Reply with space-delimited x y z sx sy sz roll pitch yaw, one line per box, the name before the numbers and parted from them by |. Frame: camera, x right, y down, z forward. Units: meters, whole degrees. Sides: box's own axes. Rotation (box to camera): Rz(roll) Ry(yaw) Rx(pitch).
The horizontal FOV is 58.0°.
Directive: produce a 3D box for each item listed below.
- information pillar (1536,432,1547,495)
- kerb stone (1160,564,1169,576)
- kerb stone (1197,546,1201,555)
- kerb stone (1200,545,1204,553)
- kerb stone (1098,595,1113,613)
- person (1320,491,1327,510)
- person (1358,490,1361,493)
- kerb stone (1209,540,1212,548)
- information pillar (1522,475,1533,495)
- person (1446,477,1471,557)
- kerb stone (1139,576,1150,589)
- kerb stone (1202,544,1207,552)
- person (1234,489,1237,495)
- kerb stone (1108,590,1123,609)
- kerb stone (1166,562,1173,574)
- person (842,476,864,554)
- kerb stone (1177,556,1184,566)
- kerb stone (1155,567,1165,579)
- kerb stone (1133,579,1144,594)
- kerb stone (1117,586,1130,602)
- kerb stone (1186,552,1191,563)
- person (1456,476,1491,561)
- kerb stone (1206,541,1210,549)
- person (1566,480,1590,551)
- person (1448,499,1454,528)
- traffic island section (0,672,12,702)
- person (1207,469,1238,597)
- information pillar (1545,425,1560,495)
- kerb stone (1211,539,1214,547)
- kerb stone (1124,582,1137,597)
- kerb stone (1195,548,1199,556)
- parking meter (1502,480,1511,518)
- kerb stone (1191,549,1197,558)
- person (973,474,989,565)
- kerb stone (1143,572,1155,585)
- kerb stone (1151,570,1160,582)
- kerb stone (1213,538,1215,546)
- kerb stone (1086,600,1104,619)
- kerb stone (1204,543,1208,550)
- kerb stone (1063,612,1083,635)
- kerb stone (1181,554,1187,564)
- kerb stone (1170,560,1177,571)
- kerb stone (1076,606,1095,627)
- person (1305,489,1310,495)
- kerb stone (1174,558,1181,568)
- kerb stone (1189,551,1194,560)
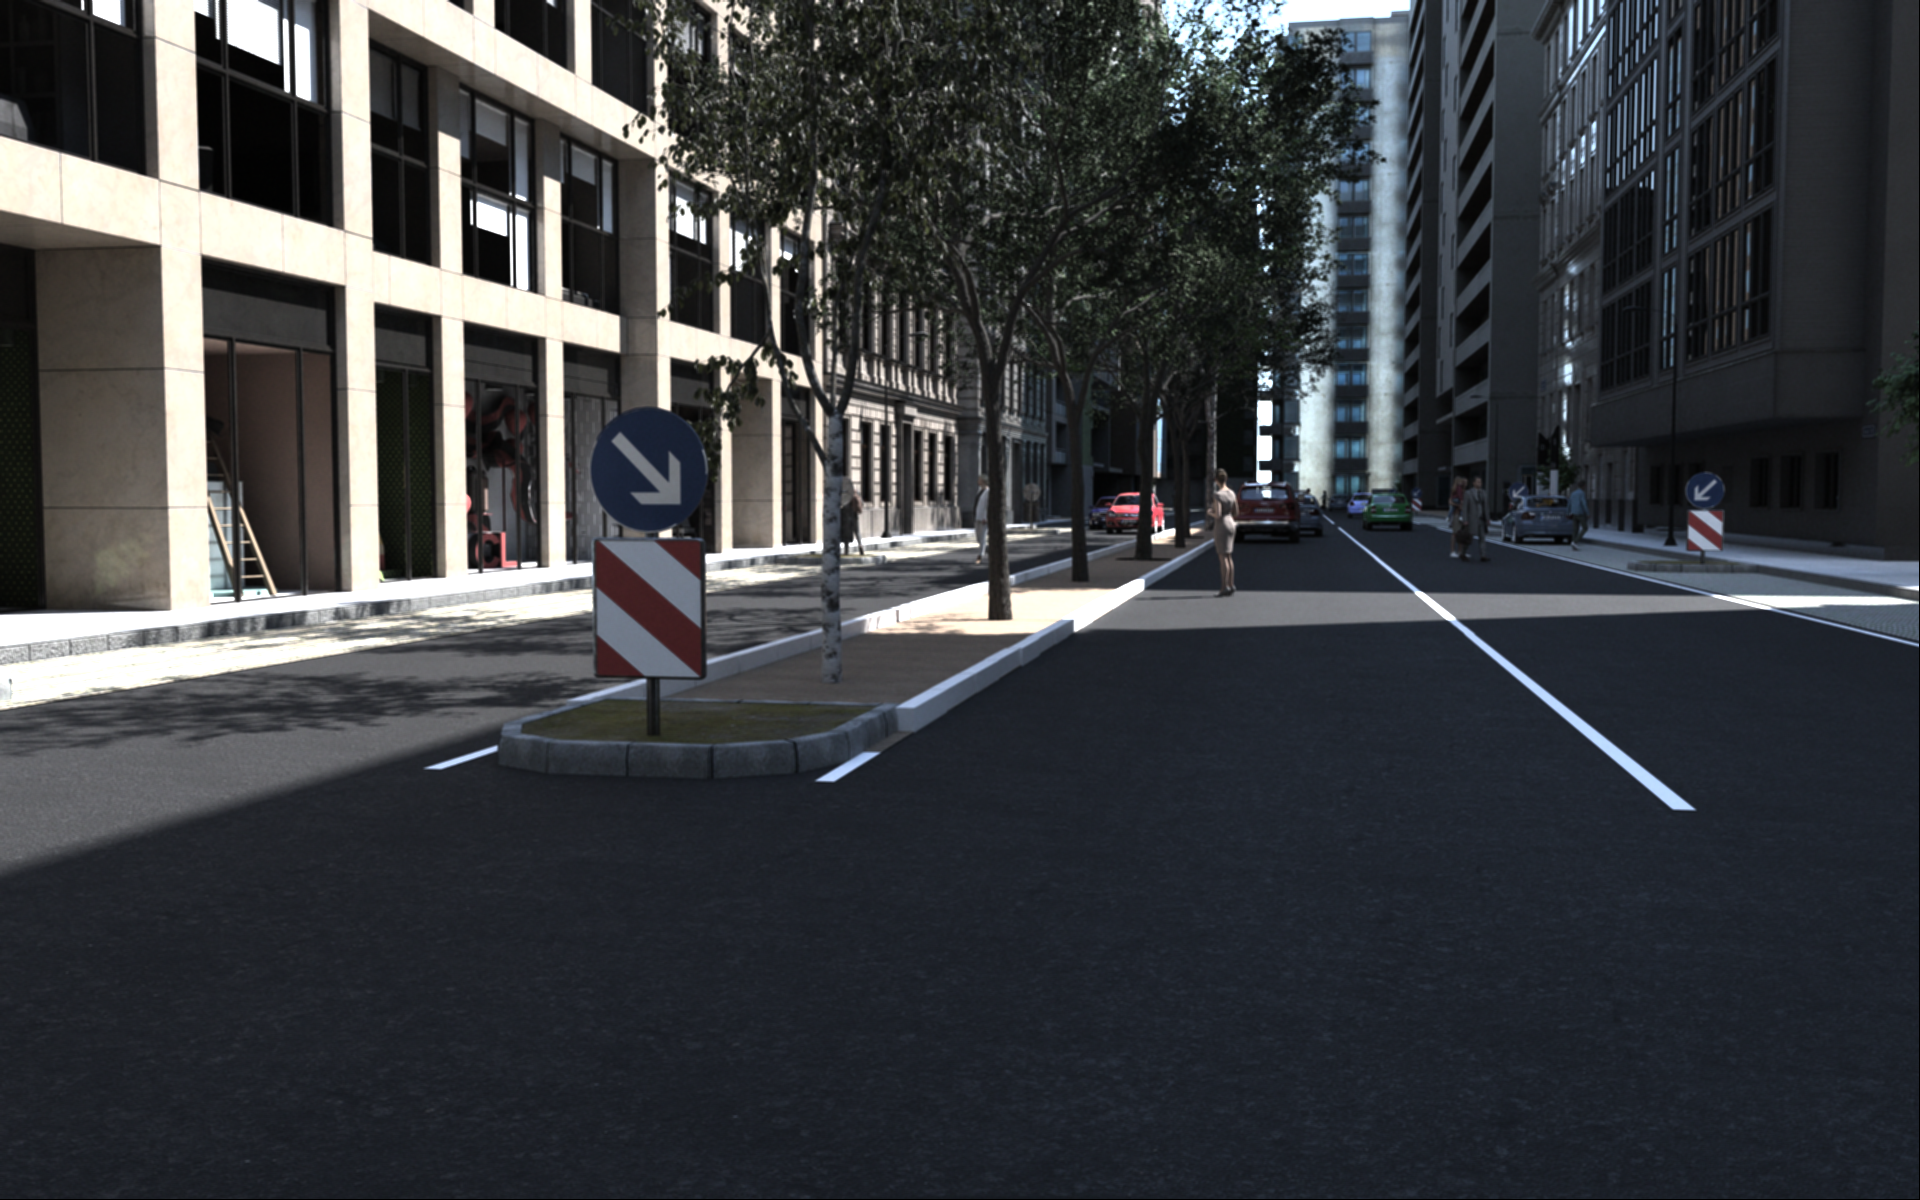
information pillar | 22.159 -4.554 65.817 0.504 3.616 0.183 -1 4 -15
kerb stone | 3.485 -0.478 30.009 0.120 0.150 1.000 1 4 11
kerb stone | 5.438 -1.093 40.068 0.120 0.150 1.000 1 4 11
kerb stone | 5.641 -1.154 41.070 0.120 0.150 1.000 1 4 11
kerb stone | 1.714 0.075 20.965 0.120 0.150 1.000 1 4 11
person | 32.650 -8.946 155.562 0.721 1.735 1.217 3 4 37
person | 28.619 -7.012 123.866 1.217 1.735 0.721 -2 4 -31
kerb stone | 6.417 -1.401 45.103 0.120 0.150 1.000 1 4 11
information pillar | 21.952 -3.826 67.053 0.304 2.012 0.304 0 4 -3
person | 11.321 -1.884 39.275 0.573 1.828 0.580 2 4 25
kerb stone | 2.706 -0.228 25.994 0.120 0.150 1.000 1 4 11
kerb stone | 5.845 -1.216 42.079 0.120 0.150 1.000 1 4 11
person | 14.757 -5.152 93.412 0.551 1.740 0.621 0 4 2
kerb stone | 1.920 0.014 21.966 0.120 0.150 1.000 1 4 11
kerb stone | 3.677 -0.539 31.013 0.120 0.150 1.000 1 4 11
person | -2.496 -1.877 39.147 0.622 1.834 0.822 -1 4 -21
kerb stone | 4.267 -0.724 34.026 0.120 0.150 1.000 1 4 11
kerb stone | 3.286 -0.416 29.006 0.120 0.150 1.000 1 4 11
kerb stone | 2.509 -0.169 24.991 0.120 0.150 1.000 1 4 11
kerb stone | 2.111 -0.048 22.981 0.120 0.150 1.000 1 4 11
kerb stone | 4.659 -0.846 36.033 0.120 0.150 1.000 1 4 11
person | 10.991 -1.731 36.900 0.694 1.812 0.767 -1 4 -19
kerb stone | 6.224 -1.340 44.099 0.120 0.150 1.000 1 4 11
person | 15.562 -2.128 43.637 0.444 1.785 0.601 -1 4 -15
person | 20.546 -3.634 72.201 0.394 1.301 0.425 1 4 9
traffic island section | -7.699 0.673 11.273 2.009 0.180 2.903 1 4 11
person | 3.656 -0.936 24.149 0.374 1.781 0.599 3 5 43
information pillar | 20.339 -4.153 59.263 0.183 3.616 0.504 0 4 -6
kerb stone | 6.616 -1.462 46.121 0.120 0.150 1.000 1 4 11
kerb stone | 2.307 -0.109 23.985 0.120 0.150 1.000 1 4 11
kerb stone | 5.248 -1.028 39.059 0.120 0.150 1.000 1 4 11
parking meter | 23.332 -4.174 73.948 0.255 1.863 0.399 0 4 7
kerb stone | 5.055 -0.967 38.049 0.120 0.150 1.000 1 4 11
person | 0.512 -1.655 35.436 0.514 1.842 0.818 3 4 38
kerb stone | 2.892 -0.294 26.999 0.120 0.150 1.000 1 4 11
kerb stone | 3.088 -0.355 28.003 0.120 0.150 1.000 1 4 11
kerb stone | 6.824 -1.521 47.122 0.120 0.150 1.000 1 4 11
kerb stone | 1.519 0.137 19.958 0.120 0.150 1.000 1 4 11
kerb stone | 6.032 -1.278 43.084 0.120 0.150 1.000 1 4 11
kerb stone | 1.131 0.263 17.937 0.120 0.150 1.000 1 4 11
kerb stone | 4.455 -0.785 35.031 0.120 0.150 1.000 1 4 11
kerb stone | 3.874 -0.601 32.019 0.120 0.150 1.000 1 4 11
kerb stone | 1.328 0.199 18.940 0.120 0.150 1.000 1 4 11
person | 17.588 -4.785 87.654 0.530 1.710 0.541 2 4 29
kerb stone | 4.075 -0.662 33.022 0.120 0.150 1.000 1 4 11
kerb stone | 4.860 -0.905 37.045 0.120 0.150 1.000 1 4 11
